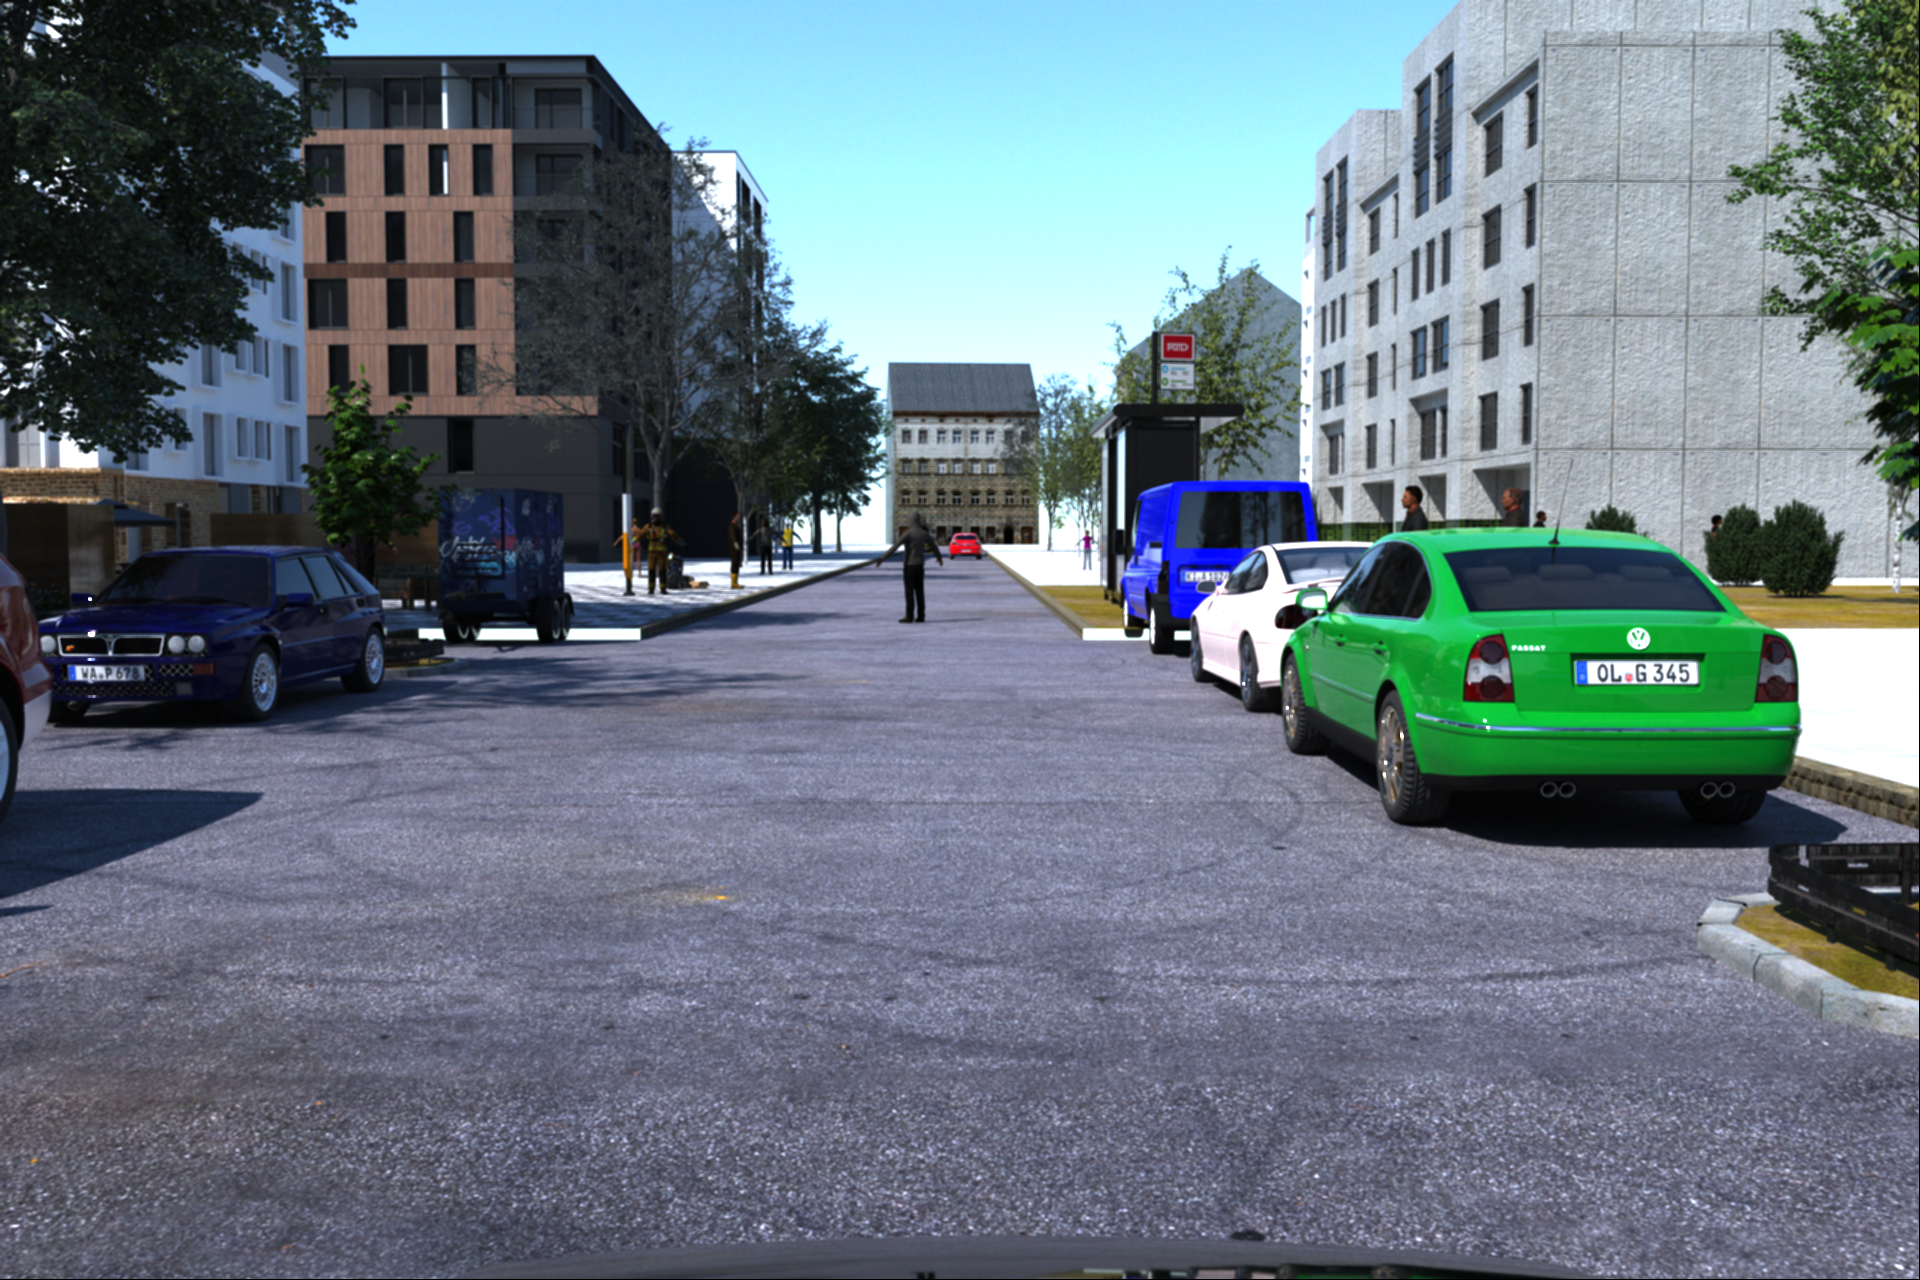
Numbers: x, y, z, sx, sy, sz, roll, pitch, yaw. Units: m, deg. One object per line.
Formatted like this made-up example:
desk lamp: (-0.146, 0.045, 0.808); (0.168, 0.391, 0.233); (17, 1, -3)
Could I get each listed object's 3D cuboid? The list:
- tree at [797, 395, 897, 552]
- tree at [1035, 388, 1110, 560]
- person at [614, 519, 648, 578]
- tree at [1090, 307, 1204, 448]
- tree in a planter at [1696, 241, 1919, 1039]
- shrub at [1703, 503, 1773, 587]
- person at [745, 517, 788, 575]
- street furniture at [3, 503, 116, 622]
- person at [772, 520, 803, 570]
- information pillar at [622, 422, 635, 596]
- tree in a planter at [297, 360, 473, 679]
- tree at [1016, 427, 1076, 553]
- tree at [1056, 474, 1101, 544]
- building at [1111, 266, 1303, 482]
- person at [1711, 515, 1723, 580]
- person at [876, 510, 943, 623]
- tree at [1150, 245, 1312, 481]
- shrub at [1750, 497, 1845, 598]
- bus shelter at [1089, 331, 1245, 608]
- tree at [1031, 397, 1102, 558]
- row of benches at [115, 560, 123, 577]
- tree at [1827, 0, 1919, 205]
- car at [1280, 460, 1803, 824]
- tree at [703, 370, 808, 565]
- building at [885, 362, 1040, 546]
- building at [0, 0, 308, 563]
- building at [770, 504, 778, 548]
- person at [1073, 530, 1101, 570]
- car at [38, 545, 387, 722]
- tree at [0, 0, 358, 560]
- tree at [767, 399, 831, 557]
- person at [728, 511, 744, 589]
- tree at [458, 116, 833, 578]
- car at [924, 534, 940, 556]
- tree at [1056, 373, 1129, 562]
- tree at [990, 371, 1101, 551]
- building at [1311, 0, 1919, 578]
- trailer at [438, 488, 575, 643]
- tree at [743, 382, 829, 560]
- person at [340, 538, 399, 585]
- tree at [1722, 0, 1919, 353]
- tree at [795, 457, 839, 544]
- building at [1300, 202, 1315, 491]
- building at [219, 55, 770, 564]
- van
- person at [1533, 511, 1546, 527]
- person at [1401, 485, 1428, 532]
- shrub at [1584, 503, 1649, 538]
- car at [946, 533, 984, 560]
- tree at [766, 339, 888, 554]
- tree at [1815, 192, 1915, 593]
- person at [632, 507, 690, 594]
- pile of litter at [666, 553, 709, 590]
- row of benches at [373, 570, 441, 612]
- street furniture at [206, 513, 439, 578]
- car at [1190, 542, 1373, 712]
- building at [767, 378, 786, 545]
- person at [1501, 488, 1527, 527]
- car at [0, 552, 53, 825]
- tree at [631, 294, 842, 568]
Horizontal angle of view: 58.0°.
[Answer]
tree: (-8.525, -12.078, 123.235); (9.928, 11.665, 9.643); (0, 3, 0)
tree: (6.486, -8.356, 86.989); (4.360, 8.622, 3.978); (0, 3, 0)
person: (-9.565, -2.697, 50.893); (1.217, 1.733, 0.721); (-2, 4, -27)
tree: (6.103, -6.530, 57.130); (4.737, 8.622, 4.395); (0, 3, 0)
tree in a planter: (3.537, -0.506, 5.502); (1.991, 3.239, 1.994); (0, 4, 0)
shrub: (18.963, -2.330, 42.140); (1.661, 2.075, 1.752); (0, 3, 0)
person: (-6.097, -2.962, 54.550); (1.348, 1.813, 0.705); (0, 4, -5)
street furniture: (-16.936, -1.149, 25.638); (9.812, 1.723, 11.010); (0, 4, -7)
person: (-6.193, -3.395, 61.978); (1.216, 1.772, 0.721); (-1, 4, -21)
information pillar: (-6.897, -2.724, 35.892); (0.183, 3.616, 0.504); (0, 4, 1)
tree in a planter: (-6.224, -1.270, 17.994); (1.991, 3.239, 1.994); (0, 4, 1)
tree: (6.119, -10.282, 118.478); (4.737, 8.622, 4.395); (0, 3, 0)
tree: (16.428, -18.664, 215.523); (12.009, 13.543, 11.850); (0, 3, 0)
building: (23.718, -19.624, 151.778); (19.493, 23.208, 18.063); (0, 4, 0)
person: (21.326, -2.604, 48.722); (0.704, 1.843, 1.345); (2, 4, 30)
person: (-0.762, -1.187, 28.000); (1.348, 1.813, 0.705); (-3, 5, -40)
tree: (6.802, -5.804, 45.254); (4.737, 8.622, 4.395); (0, 3, 0)
shrub: (16.874, -1.865, 34.915); (1.690, 2.028, 1.600); (0, 3, 0)
bus shelter: (3.587, -3.332, 32.115); (2.179, 5.291, 8.768); (0, 4, 1)
tree: (6.506, -8.699, 92.591); (4.360, 8.622, 3.978); (0, 3, 0)
row of benches: (-21.287, -1.600, 41.617); (1.422, 0.672, 4.104); (0, 4, -2)
tree: (9.667, -3.965, 15.184); (4.737, 8.622, 4.395); (0, 3, 0)
car: (3.020, -0.069, 9.922); (1.959, 1.807, 4.718); (0, 4, 0)
tree: (-9.238, -7.493, 72.866); (4.360, 8.622, 3.978); (0, 3, 0)
building: (-0.080, -23.685, 220.631); (18.063, 23.208, 19.493); (0, 4, -5)
building: (-28.387, -11.779, 49.000); (16.016, 20.090, 11.380); (0, 4, -1)
building: (-22.282, -13.910, 169.570); (9.099, 9.664, 28.070); (0, 4, 0)
person: (4.561, -3.229, 62.056); (0.991, 1.433, 0.599); (0, 4, -1)
car: (-6.169, -0.114, 14.443); (1.945, 1.354, 3.894); (0, 4, 0)
tree: (-12.301, -7.019, 21.417); (9.857, 13.997, 8.962); (0, 3, 0)
tree: (-9.288, -8.830, 94.730); (4.360, 8.622, 3.978); (0, 3, 0)
person: (-5.258, -2.120, 40.796); (0.704, 1.812, 1.346); (0, 4, -3)
tree: (-8.862, -8.583, 50.709); (12.009, 13.543, 11.850); (0, 3, 0)
car: (-2.331, -6.398, 114.835); (2.015, 1.641, 3.980); (0, 4, 1)
tree: (6.670, -7.944, 80.240); (4.737, 8.622, 4.395); (0, 3, 0)
tree: (6.850, -13.385, 129.215); (12.009, 13.543, 11.850); (0, 3, 0)
building: (24.873, -12.154, 65.174); (16.747, 18.905, 31.486); (0, 3, 0)
trailer: (-6.019, -0.935, 22.335); (1.471, 1.999, 3.904); (0, 4, 0)
tree: (-8.799, -8.202, 84.461); (4.737, 8.622, 4.395); (0, 3, 0)
person: (-11.565, -1.701, 33.745); (1.347, 1.837, 0.705); (1, 4, 19)
tree: (16.551, -6.232, 27.656); (9.928, 11.665, 9.643); (0, 3, 0)
tree: (-18.794, -17.860, 217.763); (9.928, 11.665, 9.643); (0, 3, 0)
building: (24.724, -14.814, 98.636); (16.016, 20.090, 11.380); (0, 4, 0)
building: (-25.896, -15.089, 90.683); (27.936, 21.610, 32.646); (0, 4, 1)
van: (3.218, -1.096, 22.305); (2.240, 2.365, 5.245); (0, 4, 0)
person: (13.224, -2.028, 39.390); (0.704, 1.802, 1.346); (0, 4, -5)
person: (4.993, -0.805, 19.228); (0.705, 1.821, 1.348); (1, 4, 10)
shrub: (15.352, -2.227, 40.835); (1.690, 2.028, 1.600); (0, 3, 0)
car: (0.297, -5.463, 98.362); (2.155, 1.783, 4.494); (0, 4, -1)
tree: (-9.433, -12.612, 112.859); (9.857, 13.997, 8.962); (0, 3, 0)
tree: (20.278, -5.343, 37.720); (4.360, 8.622, 3.978); (0, 3, 0)
person: (-6.455, -1.906, 36.928); (1.354, 1.858, 0.705); (-1, 4, -13)
pile of litter: (-6.491, -1.644, 40.848); (1.176, 0.858, 1.719); (0, 4, -1)
row of benches: (-8.325, -0.807, 28.656); (4.104, 0.672, 1.422); (3, 4, 38)
street furniture: (-13.450, -1.998, 39.518); (11.010, 1.723, 9.812); (-2, 4, -26)
car: (3.209, -0.182, 15.333); (2.083, 1.381, 4.827); (0, 4, -1)
building: (-25.362, -20.349, 189.132); (16.016, 20.090, 11.380); (0, 4, 0)
person: (6.301, -0.837, 19.865); (0.705, 1.807, 1.348); (1, 4, 22)
car: (-5.486, 0.141, 6.367); (2.281, 1.827, 5.304); (0, 4, 0)
tree: (-8.545, -8.042, 65.899); (8.767, 10.594, 7.601); (0, 4, 2)
